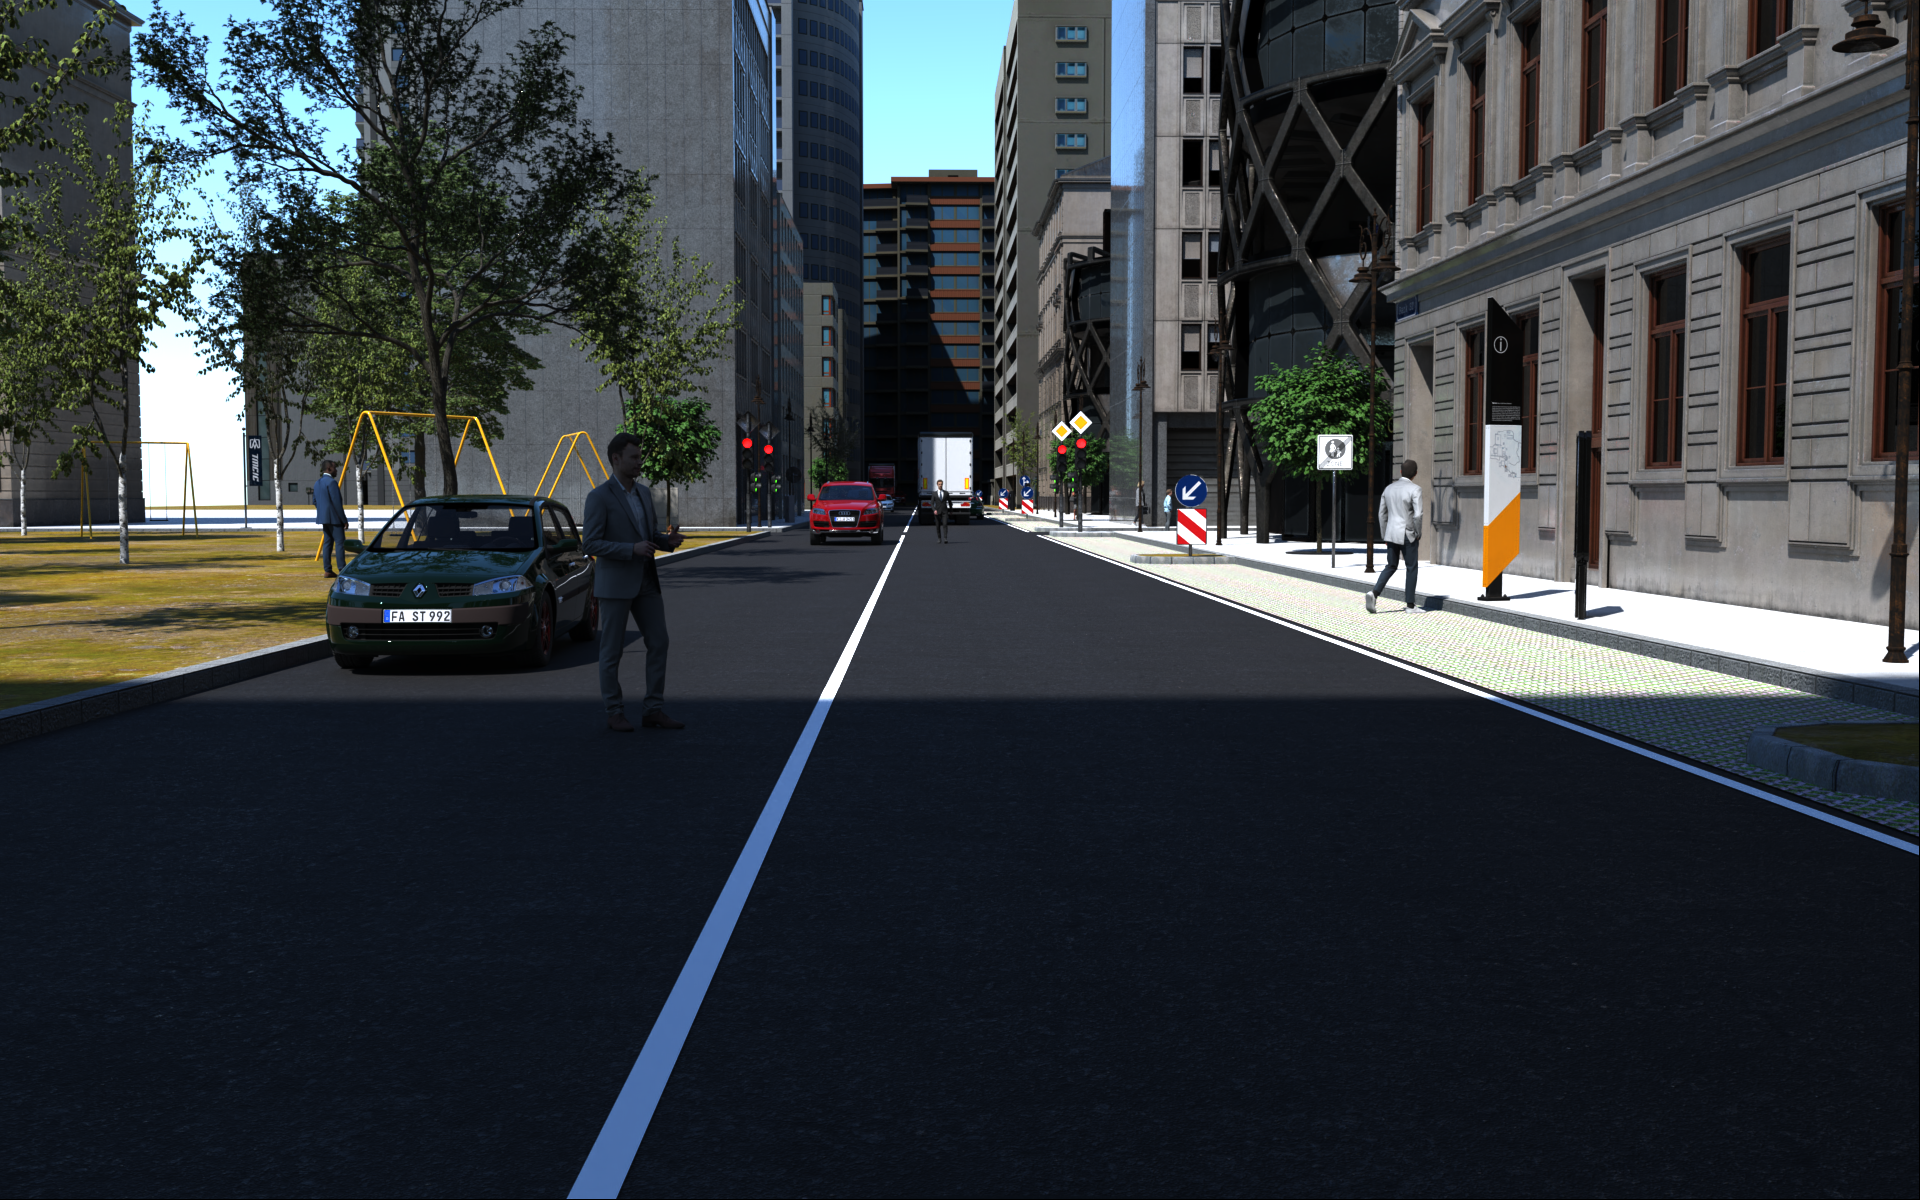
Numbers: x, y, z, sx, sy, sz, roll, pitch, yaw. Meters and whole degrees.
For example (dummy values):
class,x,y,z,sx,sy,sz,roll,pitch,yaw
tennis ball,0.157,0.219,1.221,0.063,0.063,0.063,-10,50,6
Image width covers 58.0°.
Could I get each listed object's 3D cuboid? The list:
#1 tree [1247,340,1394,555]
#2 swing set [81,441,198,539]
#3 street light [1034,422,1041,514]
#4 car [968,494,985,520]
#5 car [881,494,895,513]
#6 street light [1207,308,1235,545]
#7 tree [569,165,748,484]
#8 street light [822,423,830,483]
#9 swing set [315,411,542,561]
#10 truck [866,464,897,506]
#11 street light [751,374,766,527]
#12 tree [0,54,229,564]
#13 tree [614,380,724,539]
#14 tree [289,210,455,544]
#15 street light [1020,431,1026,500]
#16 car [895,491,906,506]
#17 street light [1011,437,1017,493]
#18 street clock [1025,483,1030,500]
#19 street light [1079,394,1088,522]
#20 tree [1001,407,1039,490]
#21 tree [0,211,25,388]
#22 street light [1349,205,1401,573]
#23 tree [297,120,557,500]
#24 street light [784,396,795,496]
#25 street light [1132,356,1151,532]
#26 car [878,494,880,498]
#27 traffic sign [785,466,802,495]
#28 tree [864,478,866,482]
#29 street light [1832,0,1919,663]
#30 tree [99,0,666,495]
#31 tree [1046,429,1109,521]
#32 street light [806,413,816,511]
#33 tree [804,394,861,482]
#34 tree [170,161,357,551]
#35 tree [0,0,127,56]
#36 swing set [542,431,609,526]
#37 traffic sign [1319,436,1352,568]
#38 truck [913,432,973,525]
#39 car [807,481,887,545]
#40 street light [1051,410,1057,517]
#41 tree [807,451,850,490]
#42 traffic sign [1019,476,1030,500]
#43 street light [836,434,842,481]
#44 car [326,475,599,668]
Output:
class,x,y,z,sx,sy,sz,roll,pitch,yaw
tree,7.807,-3.270,37.182,4.285,4.588,4.351,0,3,0
swing set,-24.389,-3.304,51.642,3.119,2.851,2.862,-2,4,-32
street light,4.945,-8.427,110.564,0.468,5.910,1.993,0,4,-1
car,0.378,-5.320,98.786,2.131,1.459,4.920,0,4,-3
car,-6.054,-7.566,135.703,2.014,1.417,4.499,0,4,-3
street light,6.482,-4.305,43.173,0.468,5.910,1.993,0,4,-1
tree,-7.210,-5.418,38.944,4.737,8.622,4.395,0,3,0
street light,-8.687,-8.562,112.775,0.468,5.910,1.993,0,4,-1
swing set,-10.430,-2.221,33.938,2.862,2.851,3.119,2,4,28
truck,-7.297,-10.559,161.545,2.839,4.237,11.283,0,4,-2
street light,-7.784,-5.769,67.114,0.468,5.910,1.993,0,4,-1
tree,-15.676,-4.976,31.722,4.737,8.622,4.395,0,3,0
tree,-8.409,-4.038,49.740,4.285,4.588,4.351,0,3,0
tree,-15.320,-5.748,44.350,4.737,8.622,4.395,0,3,0
street light,4.626,-9.372,126.013,0.468,5.910,1.993,0,4,-1
car,-7.844,-12.721,216.666,2.281,1.827,5.304,0,4,-3
street light,4.352,-10.293,141.082,0.468,5.910,1.993,0,4,-1
street clock,4.497,-6.763,115.149,0.358,2.002,0.471,1,4,17
street light,5.578,-6.552,79.921,0.468,5.910,1.993,0,4,-1
tree,5.399,-11.914,145.158,4.737,8.622,4.395,0,3,0
tree,-27.784,-7.721,44.363,7.486,12.596,7.792,0,3,0
street light,6.692,-3.383,28.102,0.468,5.910,1.993,0,4,-1
tree,-16.159,-8.246,52.941,7.486,12.596,7.792,0,3,0
street light,-8.079,-6.691,82.182,0.468,5.910,1.993,0,4,-1
street light,6.074,-5.226,58.239,0.468,5.910,1.993,0,4,-1
car,-5.564,-5.454,97.840,2.281,1.827,5.304,0,4,-1
traffic sign,-7.699,-4.890,80.051,0.768,2.556,0.104,0,4,8
tree,-11.187,-12.628,201.071,1.663,3.219,1.824,0,3,0
street light,7.139,-2.462,13.037,0.468,5.910,1.993,0,4,-1
tree,-7.896,-5.594,25.871,7.601,10.594,8.767,1,4,12
tree,5.744,-6.109,83.592,4.285,4.588,4.351,0,3,0
street light,-8.360,-7.612,97.251,0.468,5.910,1.993,0,4,-1
tree,-9.304,-10.698,125.266,4.360,8.622,3.978,0,3,0
tree,-15.197,-5.383,38.377,4.360,8.622,3.978,0,3,0
tree,-9.818,-3.950,14.944,4.737,8.622,4.395,0,3,0
swing set,-9.964,-2.883,44.751,2.862,2.851,3.119,-1,4,-21
traffic sign,6.472,-1.702,29.959,0.606,2.300,0.079,0,4,0
truck,-0.823,-5.811,83.922,2.839,4.237,11.283,0,4,-2
car,-3.256,-2.545,50.286,2.281,1.827,5.304,0,4,-2
street light,5.269,-7.505,95.496,0.468,5.910,1.993,0,4,-1
tree,-10.554,-9.544,139.761,4.285,4.588,4.351,0,3,0
traffic sign,4.461,-7.277,119.087,0.768,2.556,0.104,0,4,5
street light,-9.040,-9.526,128.530,0.468,5.910,1.993,0,4,-1
car,-4.348,-0.353,15.552,2.009,1.686,4.222,0,4,-3
